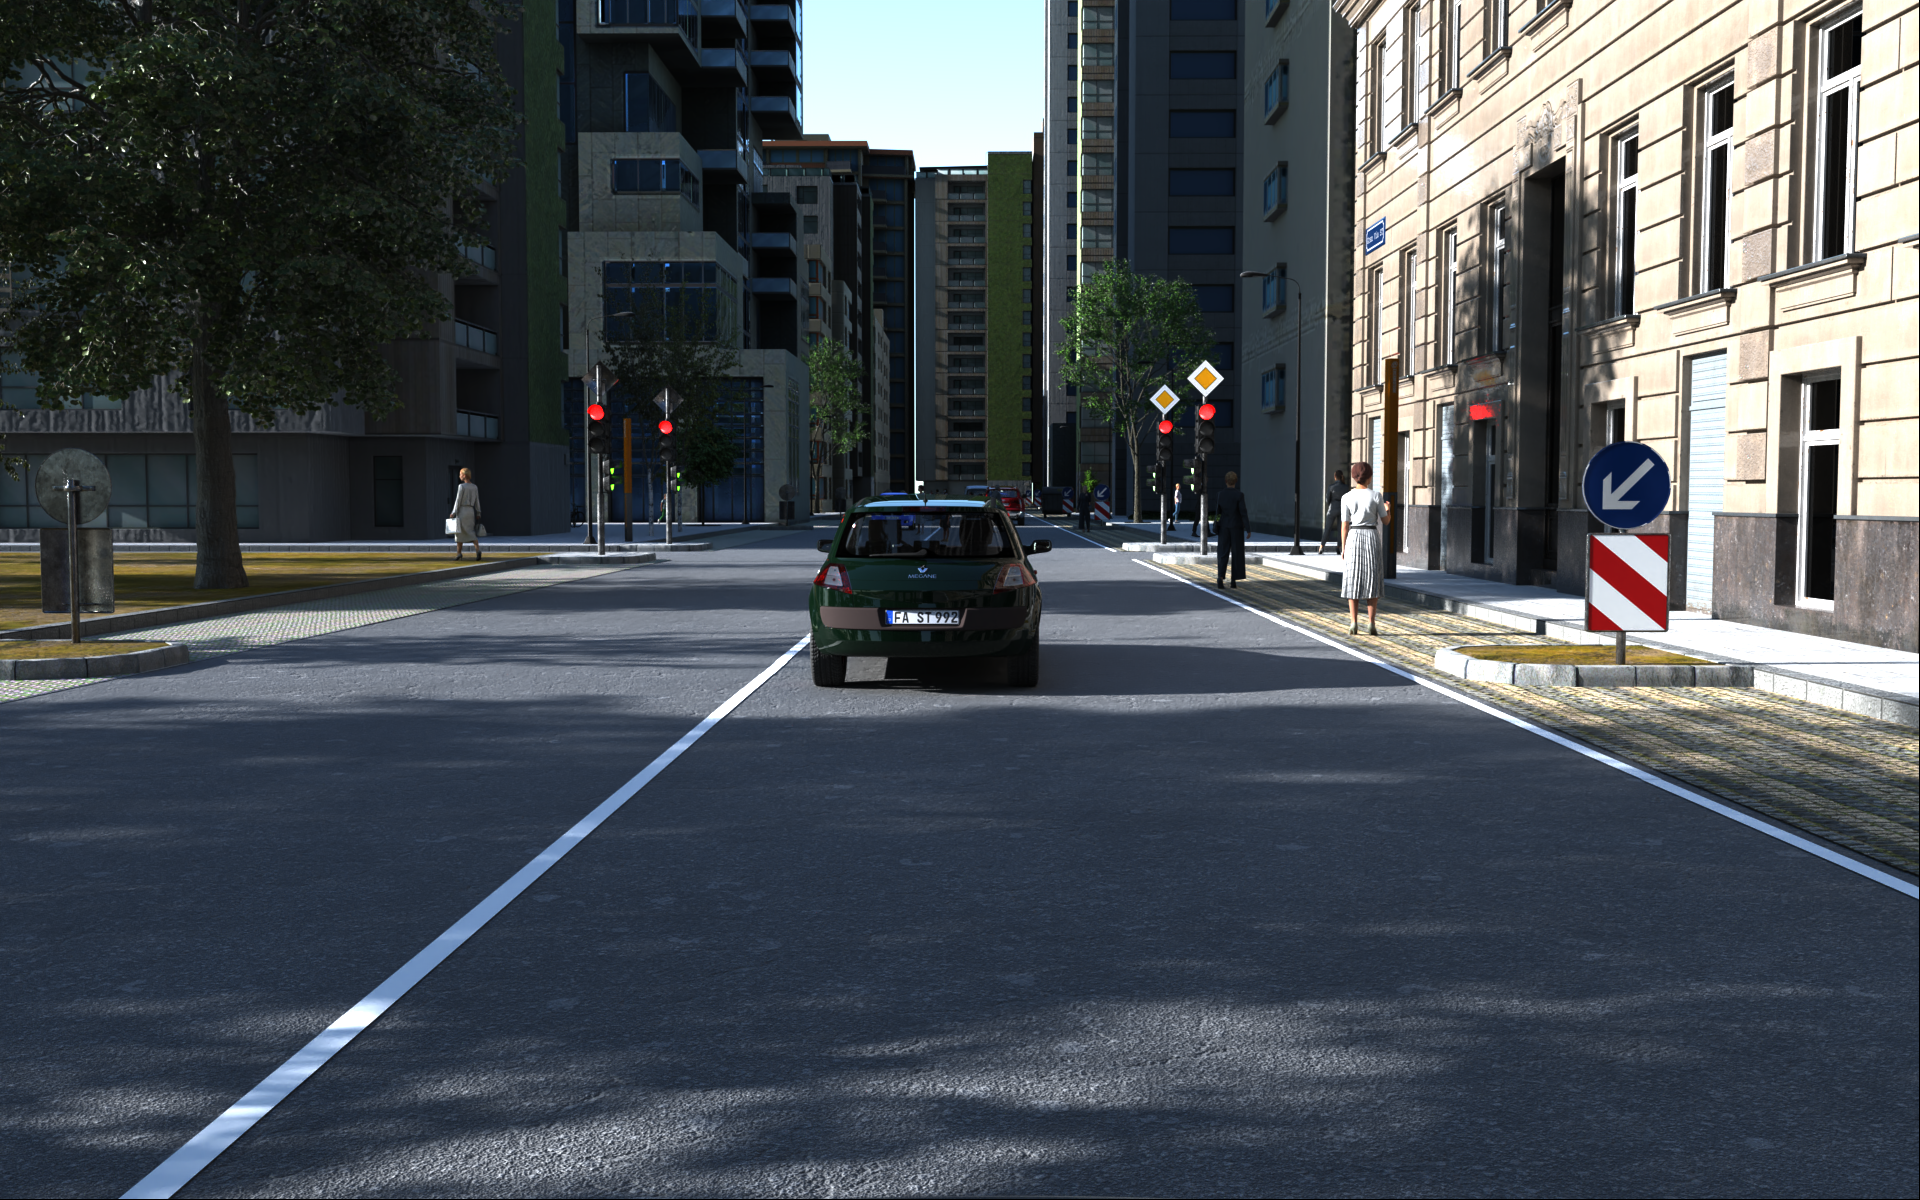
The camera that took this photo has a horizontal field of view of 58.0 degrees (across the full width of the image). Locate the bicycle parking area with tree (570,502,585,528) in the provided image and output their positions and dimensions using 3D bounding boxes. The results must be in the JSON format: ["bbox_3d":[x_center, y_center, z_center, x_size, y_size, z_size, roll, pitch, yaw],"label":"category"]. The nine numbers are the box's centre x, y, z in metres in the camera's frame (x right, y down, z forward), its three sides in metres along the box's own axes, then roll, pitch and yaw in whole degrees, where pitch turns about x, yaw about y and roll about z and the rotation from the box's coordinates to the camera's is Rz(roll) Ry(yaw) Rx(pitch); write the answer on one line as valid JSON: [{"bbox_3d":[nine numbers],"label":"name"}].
[{"bbox_3d":[-18.558,-4.686,63.621,8.231,4.147,9.016,1,4,23],"label":"bicycle parking area with tree"}]

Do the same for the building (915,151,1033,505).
[{"bbox_3d":[1.621,-32.171,209.588,14.086,41.232,14.154,0,4,1],"label":"building"}]

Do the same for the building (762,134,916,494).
[{"bbox_3d":[-19.810,-34.186,213.564,28.867,44.769,22.147,0,4,1],"label":"building"}]

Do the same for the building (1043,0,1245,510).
[{"bbox_3d":[19.209,-39.035,180.228,21.231,58.520,28.212,0,4,1],"label":"building"}]

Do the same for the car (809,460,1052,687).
[{"bbox_3d":[-0.230,-0.275,14.288,2.009,1.686,4.222,0,4,1],"label":"car"}]

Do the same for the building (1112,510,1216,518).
[{"bbox_3d":[19.758,-34.332,103.326,21.231,58.520,28.212,0,4,1],"label":"building"}]

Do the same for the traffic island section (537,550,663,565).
[{"bbox_3d":[-7.592,-0.874,36.577,2.009,0.180,2.903,0,4,1],"label":"traffic island section"}]

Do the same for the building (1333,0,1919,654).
[{"bbox_3d":[13.444,-13.781,22.587,12.463,27.353,25.104,0,4,1],"label":"building"}]

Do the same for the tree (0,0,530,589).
[{"bbox_3d":[-10.065,-7.128,23.206,9.857,13.997,8.962,0,3,0],"label":"tree"}]

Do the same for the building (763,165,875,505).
[{"bbox_3d":[-15.188,-23.500,155.931,14.160,30.474,14.107,0,4,1],"label":"building"}]

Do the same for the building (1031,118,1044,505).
[{"bbox_3d":[15.765,-34.216,209.537,14.200,45.320,14.600,0,4,1],"label":"building"}]

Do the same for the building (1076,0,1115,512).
[{"bbox_3d":[15.613,-27.207,128.433,14.154,41.232,14.086,0,4,1],"label":"building"}]

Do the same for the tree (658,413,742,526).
[{"bbox_3d":[-10.419,-5.252,69.584,4.285,4.588,4.351,0,3,0],"label":"tree"}]

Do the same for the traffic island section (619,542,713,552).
[{"bbox_3d":[-7.499,-1.363,44.561,2.009,0.180,2.903,0,4,1],"label":"traffic island section"}]

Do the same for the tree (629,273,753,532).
[{"bbox_3d":[-9.362,-6.621,58.621,4.737,8.622,4.395,0,3,0],"label":"tree"}]

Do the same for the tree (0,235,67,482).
[{"bbox_3d":[-19.504,-5.062,33.126,4.360,8.622,3.978,0,3,0],"label":"tree"}]

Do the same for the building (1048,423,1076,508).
[{"bbox_3d":[19.491,-51.183,149.508,22.319,86.520,31.000,0,4,1],"label":"building"}]

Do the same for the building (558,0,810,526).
[{"bbox_3d":[-18.714,-47.562,90.310,22.319,86.520,31.000,0,4,1],"label":"building"}]

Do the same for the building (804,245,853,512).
[{"bbox_3d":[-23.278,-17.722,134.788,27.650,21.520,28.899,0,4,1],"label":"building"}]

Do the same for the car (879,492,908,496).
[{"bbox_3d":[-2.647,-3.667,69.540,1.945,1.707,3.694,0,4,0],"label":"car"}]

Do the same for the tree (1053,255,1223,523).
[{"bbox_3d":[7.741,-9.228,76.628,9.928,11.665,9.643,0,3,0],"label":"tree"}]

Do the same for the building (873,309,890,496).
[{"bbox_3d":[-22.525,-20.608,181.980,28.899,21.520,27.650,0,4,1],"label":"building"}]

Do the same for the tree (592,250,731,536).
[{"bbox_3d":[-9.273,-6.245,52.471,4.360,8.622,3.978,0,3,0],"label":"tree"}]

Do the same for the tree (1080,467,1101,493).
[{"bbox_3d":[9.106,-7.753,121.360,1.663,3.219,1.824,0,3,0],"label":"tree"}]

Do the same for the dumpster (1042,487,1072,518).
[{"bbox_3d":[5.698,-5.719,101.728,1.865,1.857,1.264,0,4,0],"label":"dumpster"}]

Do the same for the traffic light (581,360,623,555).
[{"bbox_3d":[-7.552,-2.906,36.442,0.839,4.253,0.868,0,4,1],"label":"traffic light"}]

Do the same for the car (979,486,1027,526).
[{"bbox_3d":[1.968,-4.369,80.108,2.281,1.827,5.304,0,4,1],"label":"car"}]

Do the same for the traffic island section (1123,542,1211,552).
[{"bbox_3d":[5.241,-1.353,44.409,2.009,0.180,2.903,0,4,1],"label":"traffic island section"}]

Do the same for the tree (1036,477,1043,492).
[{"bbox_3d":[9.403,-12.384,197.082,1.663,3.219,1.824,0,3,0],"label":"tree"}]

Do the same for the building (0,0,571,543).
[{"bbox_3d":[-20.176,-22.421,50.174,14.154,41.232,14.086,0,4,1],"label":"building"}]

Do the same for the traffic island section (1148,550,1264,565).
[{"bbox_3d":[5.149,-0.865,36.424,2.009,0.180,2.903,0,4,1],"label":"traffic island section"}]

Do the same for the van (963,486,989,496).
[{"bbox_3d":[0.906,-4.869,86.619,2.013,2.044,4.112,0,4,1],"label":"van"}]

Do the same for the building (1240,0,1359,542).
[{"bbox_3d":[20.335,-26.391,55.199,21.600,48.544,21.300,0,4,1],"label":"building"}]

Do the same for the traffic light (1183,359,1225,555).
[{"bbox_3d":[5.109,-2.898,36.311,0.839,4.253,0.868,0,4,1],"label":"traffic light"}]

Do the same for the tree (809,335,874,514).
[{"bbox_3d":[-9.560,-11.540,114.432,9.928,11.665,9.643,0,3,0],"label":"tree"}]
